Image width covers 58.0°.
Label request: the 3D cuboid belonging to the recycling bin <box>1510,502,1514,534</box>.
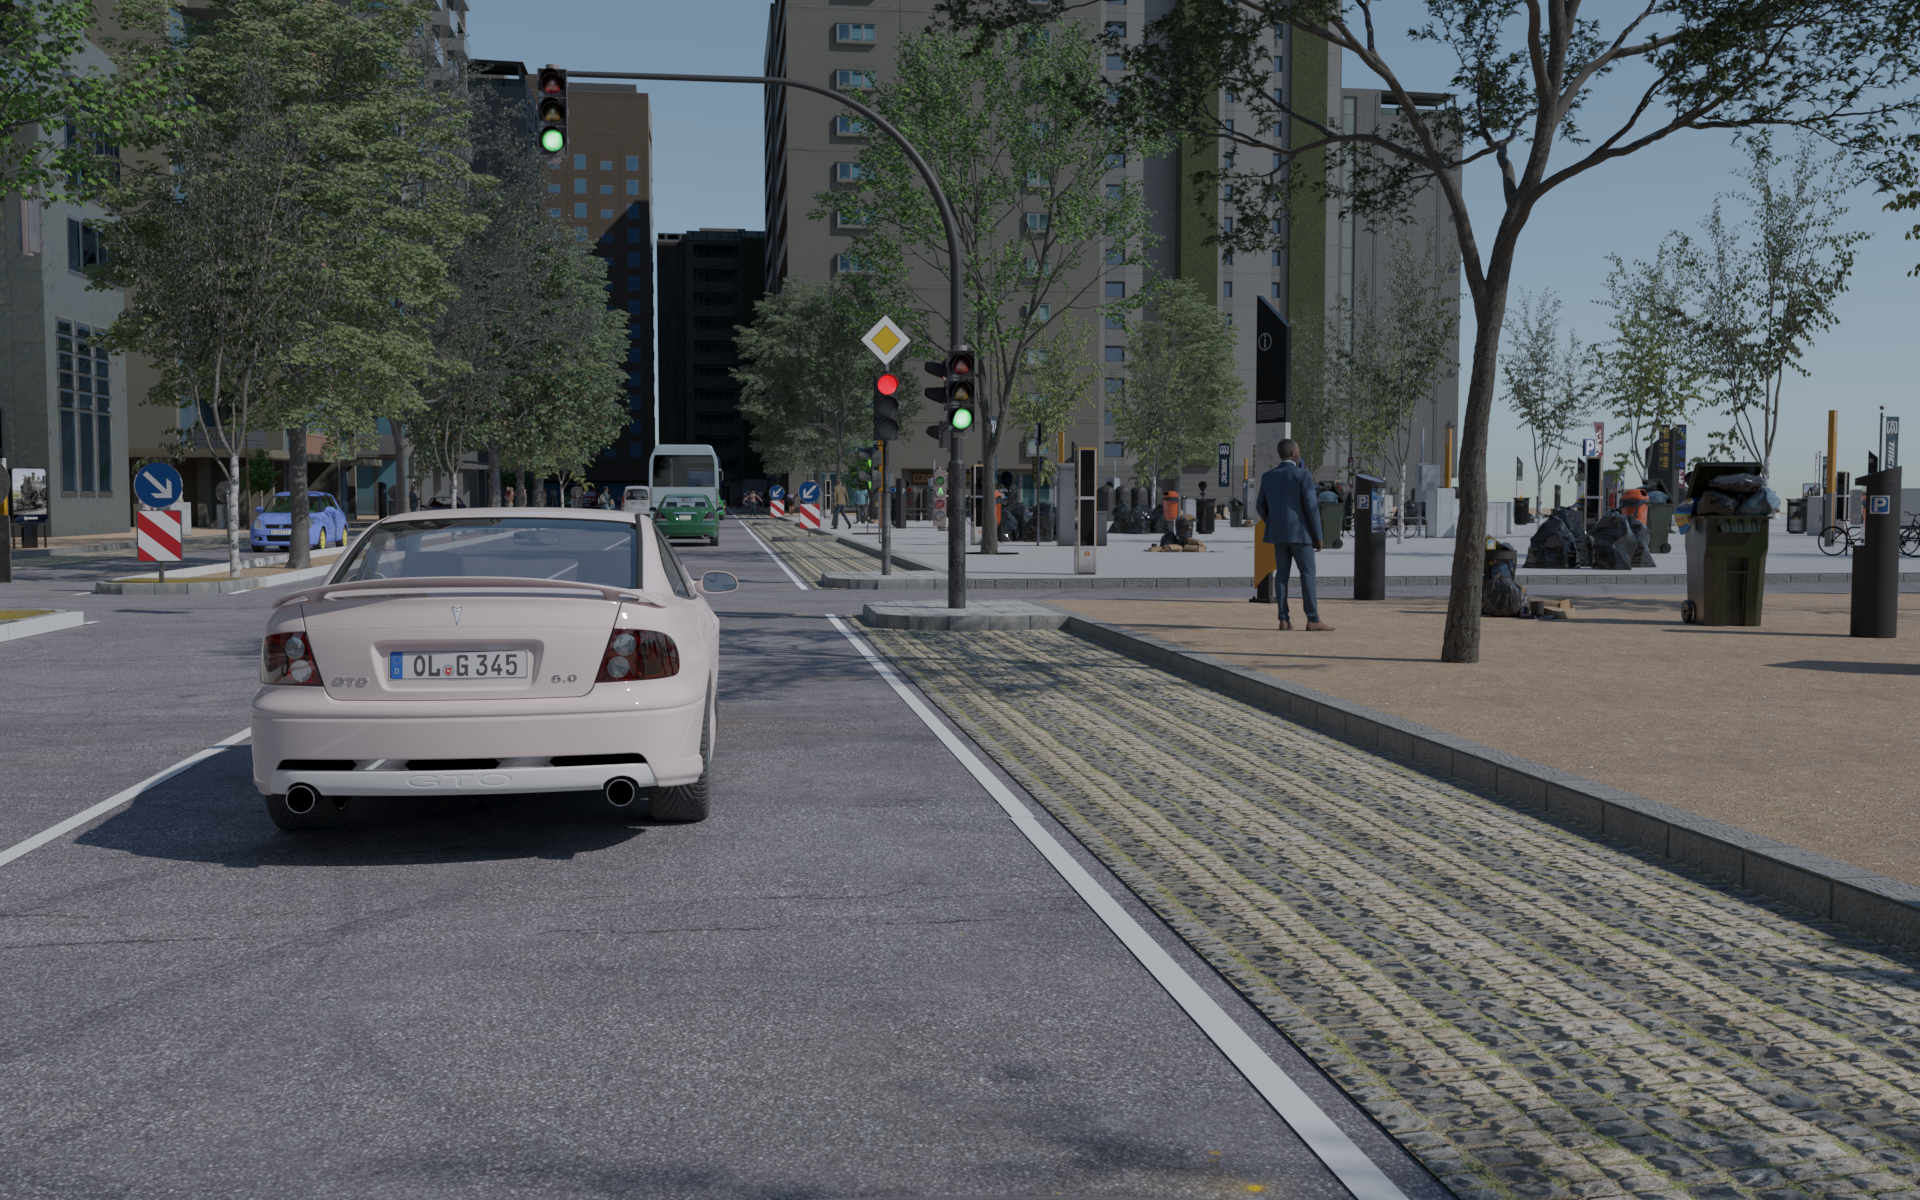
[{"bbox_3d":[17.469,-2.649,55.871,0.722,1.027,0.722,1,4,23],"label":"recycling bin"}]

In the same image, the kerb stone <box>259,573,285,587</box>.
[{"bbox_3d":[-10.777,-0.293,27.082,0.120,0.150,1.000,0,4,-8],"label":"kerb stone"}]

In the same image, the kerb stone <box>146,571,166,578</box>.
[{"bbox_3d":[-13.005,-0.340,27.809,0.120,0.150,1.000,0,4,-8],"label":"kerb stone"}]

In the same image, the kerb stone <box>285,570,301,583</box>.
[{"bbox_3d":[-10.922,-0.355,28.100,0.120,0.150,1.000,0,4,-8],"label":"kerb stone"}]

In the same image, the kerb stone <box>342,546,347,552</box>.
[{"bbox_3d":[-15.023,-1.203,42.019,0.120,0.150,1.000,0,4,-8],"label":"kerb stone"}]

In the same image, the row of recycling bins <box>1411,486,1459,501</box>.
[{"bbox_3d":[25.563,-5.248,92.917,3.534,1.692,1.069,-2,4,-31],"label":"row of recycling bins"}]

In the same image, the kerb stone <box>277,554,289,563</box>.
[{"bbox_3d":[-14.159,-0.841,35.943,0.120,0.150,1.000,0,4,-8],"label":"kerb stone"}]

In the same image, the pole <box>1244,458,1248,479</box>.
[{"bbox_3d":[16.136,-6.363,97.886,0.158,3.312,0.155,0,3,0],"label":"pole"}]

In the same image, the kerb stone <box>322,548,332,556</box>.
[{"bbox_3d":[-14.735,-1.089,39.995,0.120,0.150,1.000,0,4,-8],"label":"kerb stone"}]

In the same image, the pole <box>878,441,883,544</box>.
[{"bbox_3d":[-2.039,-3.124,44.913,0.158,3.312,0.155,0,3,0],"label":"pole"}]

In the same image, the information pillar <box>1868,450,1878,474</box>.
[{"bbox_3d":[48.319,-6.140,91.744,0.504,3.616,0.183,2,4,35],"label":"information pillar"}]

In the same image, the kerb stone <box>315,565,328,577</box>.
[{"bbox_3d":[-11.212,-0.484,30.142,0.120,0.150,1.000,0,4,-8],"label":"kerb stone"}]

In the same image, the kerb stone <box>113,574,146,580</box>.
[{"bbox_3d":[-12.862,-0.277,26.797,0.120,0.150,1.000,0,4,-8],"label":"kerb stone"}]

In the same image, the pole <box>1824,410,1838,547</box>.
[{"bbox_3d":[21.179,-2.952,42.104,0.158,3.312,0.155,0,3,0],"label":"pole"}]

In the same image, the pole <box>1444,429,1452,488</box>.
[{"bbox_3d":[15.285,-3.695,54.258,0.158,3.312,0.155,0,3,0],"label":"pole"}]

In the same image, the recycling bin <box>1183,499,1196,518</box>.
[{"bbox_3d":[11.110,-4.317,83.130,0.722,1.027,0.722,0,4,-3],"label":"recycling bin"}]

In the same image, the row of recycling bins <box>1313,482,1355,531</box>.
[{"bbox_3d":[12.962,-3.308,61.195,3.534,1.692,1.069,2,4,24],"label":"row of recycling bins"}]

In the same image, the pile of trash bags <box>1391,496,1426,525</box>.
[{"bbox_3d":[18.284,-3.773,71.441,3.447,1.369,1.912,0,4,6],"label":"pile of trash bags"}]

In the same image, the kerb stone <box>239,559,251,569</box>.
[{"bbox_3d":[-13.717,-0.654,32.893,0.120,0.150,1.000,0,4,-8],"label":"kerb stone"}]

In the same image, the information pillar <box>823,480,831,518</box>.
[{"bbox_3d":[-7.002,-5.310,91.311,0.304,2.012,0.304,-2,4,-25],"label":"information pillar"}]

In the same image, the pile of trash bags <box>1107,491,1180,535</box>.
[{"bbox_3d":[6.180,-2.830,56.020,1.912,1.369,3.447,-1,4,-20],"label":"pile of trash bags"}]

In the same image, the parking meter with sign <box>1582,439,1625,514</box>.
[{"bbox_3d":[20.388,-3.544,54.210,0.543,3.016,1.738,-3,4,-36],"label":"parking meter with sign"}]

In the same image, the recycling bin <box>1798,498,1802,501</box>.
[{"bbox_3d":[52.980,-5.875,108.607,0.722,1.027,0.722,-2,4,-33],"label":"recycling bin"}]

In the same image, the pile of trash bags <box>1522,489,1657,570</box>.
[{"bbox_3d":[11.422,-1.280,30.688,1.912,1.369,3.447,3,5,40],"label":"pile of trash bags"}]

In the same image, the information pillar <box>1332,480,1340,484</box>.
[{"bbox_3d":[20.114,-5.397,92.736,0.304,2.012,0.304,-2,4,-27],"label":"information pillar"}]

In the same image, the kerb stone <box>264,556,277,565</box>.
[{"bbox_3d":[-14.009,-0.777,34.931,0.120,0.150,1.000,0,4,-8],"label":"kerb stone"}]

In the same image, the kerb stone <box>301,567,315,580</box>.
[{"bbox_3d":[-11.061,-0.423,29.114,0.120,0.150,1.000,0,4,-8],"label":"kerb stone"}]

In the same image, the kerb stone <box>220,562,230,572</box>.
[{"bbox_3d":[-13.577,-0.585,31.875,0.120,0.150,1.000,0,4,-8],"label":"kerb stone"}]

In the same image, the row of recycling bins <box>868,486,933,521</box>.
[{"bbox_3d":[-2.771,-4.688,83.763,3.534,1.692,1.069,1,4,11],"label":"row of recycling bins"}]

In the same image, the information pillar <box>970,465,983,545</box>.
[{"bbox_3d":[0.449,-2.385,43.489,0.304,2.012,0.304,-1,4,-19],"label":"information pillar"}]

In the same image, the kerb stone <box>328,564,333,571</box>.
[{"bbox_3d":[-11.356,-0.548,31.154,0.120,0.150,1.000,0,4,-8],"label":"kerb stone"}]

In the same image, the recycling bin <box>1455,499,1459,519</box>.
[{"bbox_3d":[25.673,-4.730,89.888,0.722,1.027,0.722,-1,4,-22],"label":"recycling bin"}]

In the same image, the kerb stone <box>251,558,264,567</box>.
[{"bbox_3d":[-13.863,-0.717,33.912,0.120,0.150,1.000,0,4,-8],"label":"kerb stone"}]

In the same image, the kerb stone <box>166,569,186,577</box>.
[{"bbox_3d":[-13.143,-0.405,28.822,0.120,0.150,1.000,0,4,-8],"label":"kerb stone"}]

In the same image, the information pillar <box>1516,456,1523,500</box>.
[{"bbox_3d":[34.677,-7.097,107.396,0.504,3.616,0.183,-2,4,-30],"label":"information pillar"}]

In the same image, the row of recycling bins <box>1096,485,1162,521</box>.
[{"bbox_3d":[8.069,-4.579,81.976,3.534,1.692,1.069,-2,4,-29],"label":"row of recycling bins"}]

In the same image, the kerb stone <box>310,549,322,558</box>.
[{"bbox_3d":[-14.585,-1.027,38.983,0.120,0.150,1.000,0,4,-8],"label":"kerb stone"}]

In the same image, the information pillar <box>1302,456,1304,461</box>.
[{"bbox_3d":[20.790,-6.995,105.726,0.504,3.616,0.183,-1,4,-12],"label":"information pillar"}]

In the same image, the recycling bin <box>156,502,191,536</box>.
[{"bbox_3d":[-24.026,-2.469,52.921,0.722,1.027,0.722,2,4,28],"label":"recycling bin"}]

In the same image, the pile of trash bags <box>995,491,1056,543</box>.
[{"bbox_3d":[1.566,-2.245,46.460,1.912,1.369,3.447,2,4,30],"label":"pile of trash bags"}]

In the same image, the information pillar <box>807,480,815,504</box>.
[{"bbox_3d":[-7.959,-5.372,92.325,0.304,2.012,0.304,3,5,42],"label":"information pillar"}]

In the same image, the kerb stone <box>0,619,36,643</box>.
[{"bbox_3d":[-9.400,0.296,17.372,0.120,0.150,1.000,0,4,-8],"label":"kerb stone"}]

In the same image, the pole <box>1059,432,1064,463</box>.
[{"bbox_3d":[3.330,-3.855,56.878,0.158,3.312,0.155,0,3,0],"label":"pole"}]

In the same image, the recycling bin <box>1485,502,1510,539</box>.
[{"bbox_3d":[15.347,-2.305,50.238,0.722,1.027,0.722,-1,4,-17],"label":"recycling bin"}]

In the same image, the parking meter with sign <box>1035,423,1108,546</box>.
[{"bbox_3d":[2.740,-2.835,42.608,1.738,3.016,0.543,0,4,-5],"label":"parking meter with sign"}]

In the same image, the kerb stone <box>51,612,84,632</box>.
[{"bbox_3d":[-9.547,0.233,18.383,0.120,0.150,1.000,0,4,-8],"label":"kerb stone"}]

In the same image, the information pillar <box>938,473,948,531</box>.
[{"bbox_3d":[-0.574,-3.397,60.040,0.304,2.012,0.304,2,4,27],"label":"information pillar"}]

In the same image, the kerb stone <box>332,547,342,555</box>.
[{"bbox_3d":[-14.866,-1.151,41.009,0.120,0.150,1.000,0,4,-8],"label":"kerb stone"}]

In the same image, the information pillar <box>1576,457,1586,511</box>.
[{"bbox_3d":[38.696,-7.132,107.962,0.504,3.616,0.183,2,4,34],"label":"information pillar"}]

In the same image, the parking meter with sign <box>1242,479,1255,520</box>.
[{"bbox_3d":[14.372,-5.486,85.951,1.738,3.016,0.543,-2,4,-31],"label":"parking meter with sign"}]

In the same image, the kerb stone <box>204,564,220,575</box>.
[{"bbox_3d":[-13.442,-0.526,30.860,0.120,0.150,1.000,0,4,-8],"label":"kerb stone"}]

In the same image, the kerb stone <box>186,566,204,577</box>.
[{"bbox_3d":[-13.285,-0.467,29.842,0.120,0.150,1.000,0,4,-8],"label":"kerb stone"}]

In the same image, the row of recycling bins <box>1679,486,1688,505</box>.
[{"bbox_3d":[38.112,-5.072,90.041,3.534,1.692,1.069,1,4,22],"label":"row of recycling bins"}]
